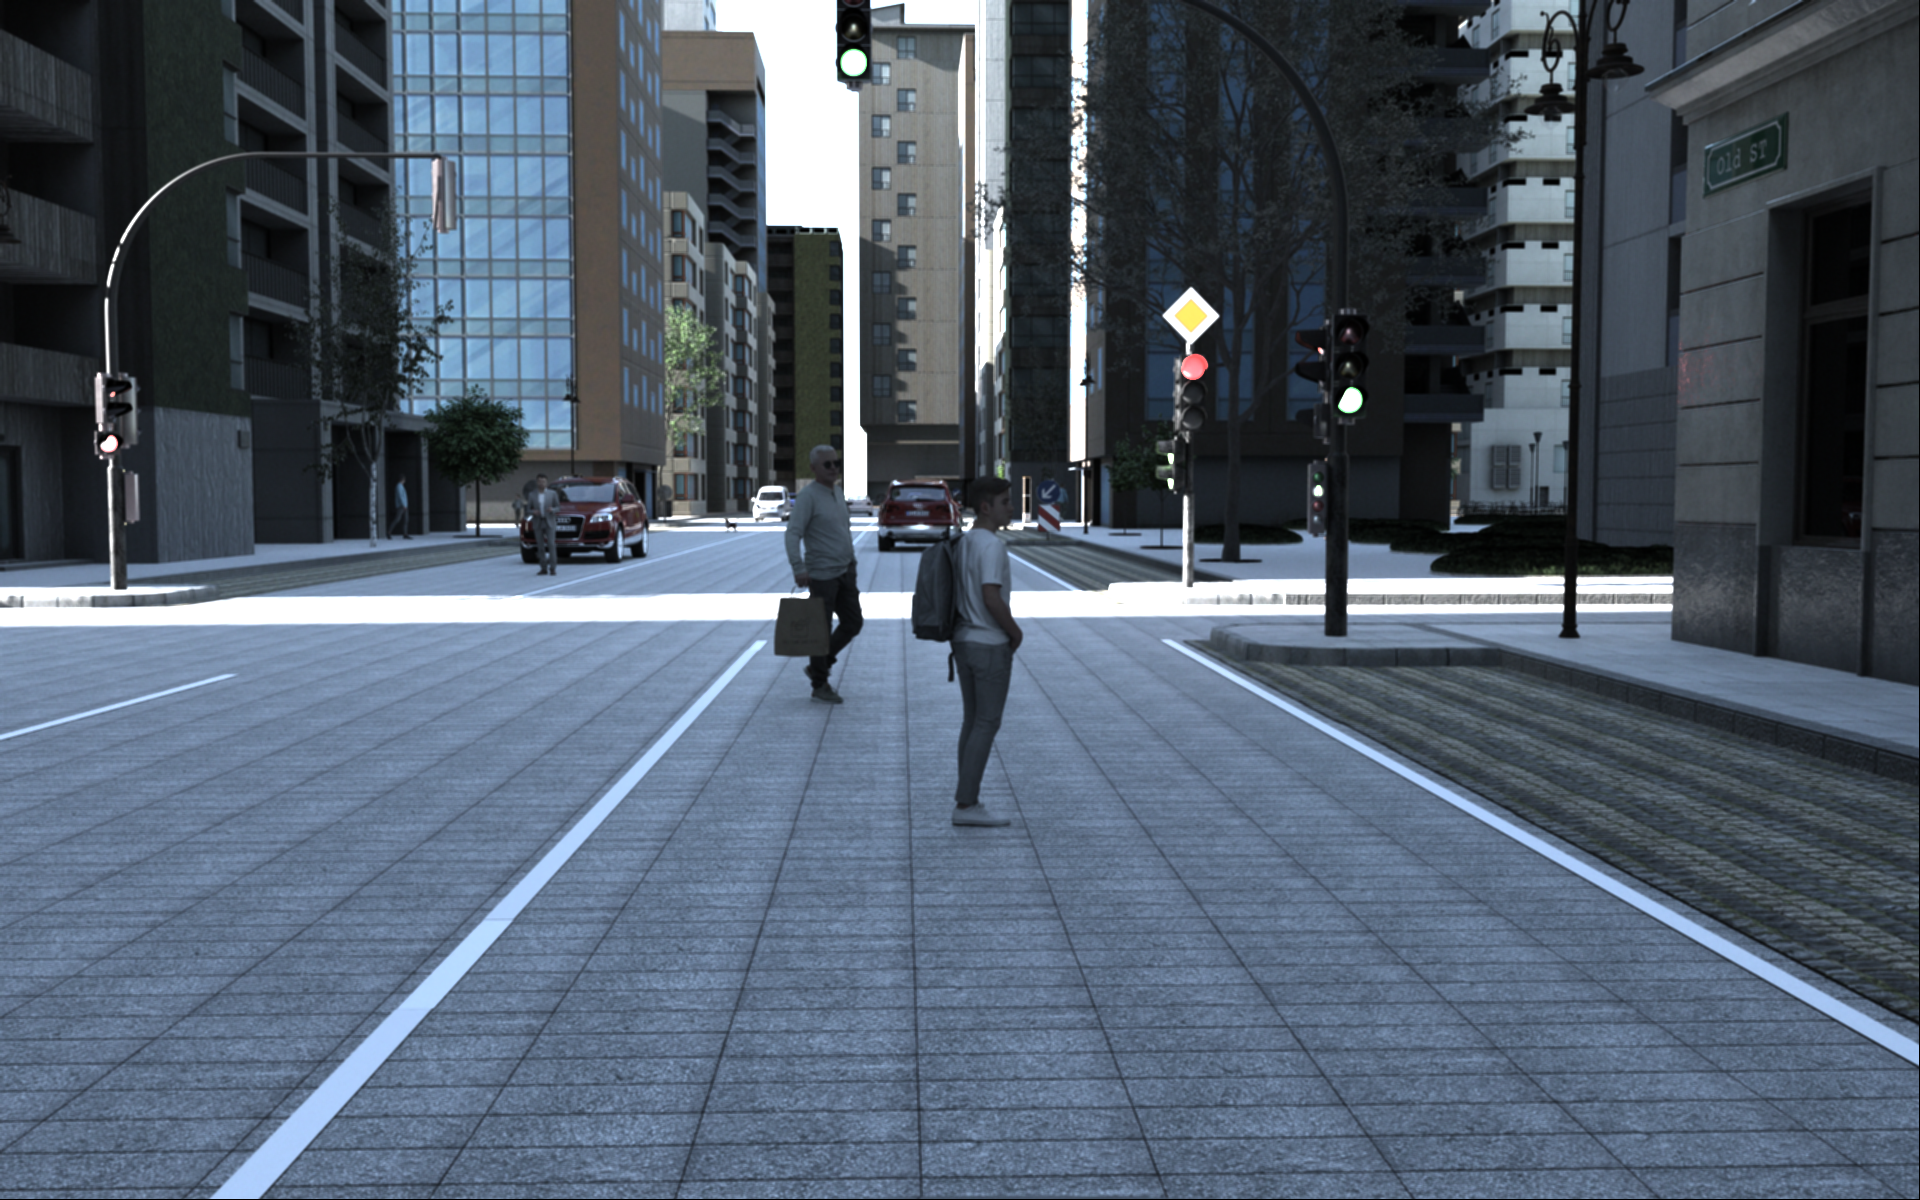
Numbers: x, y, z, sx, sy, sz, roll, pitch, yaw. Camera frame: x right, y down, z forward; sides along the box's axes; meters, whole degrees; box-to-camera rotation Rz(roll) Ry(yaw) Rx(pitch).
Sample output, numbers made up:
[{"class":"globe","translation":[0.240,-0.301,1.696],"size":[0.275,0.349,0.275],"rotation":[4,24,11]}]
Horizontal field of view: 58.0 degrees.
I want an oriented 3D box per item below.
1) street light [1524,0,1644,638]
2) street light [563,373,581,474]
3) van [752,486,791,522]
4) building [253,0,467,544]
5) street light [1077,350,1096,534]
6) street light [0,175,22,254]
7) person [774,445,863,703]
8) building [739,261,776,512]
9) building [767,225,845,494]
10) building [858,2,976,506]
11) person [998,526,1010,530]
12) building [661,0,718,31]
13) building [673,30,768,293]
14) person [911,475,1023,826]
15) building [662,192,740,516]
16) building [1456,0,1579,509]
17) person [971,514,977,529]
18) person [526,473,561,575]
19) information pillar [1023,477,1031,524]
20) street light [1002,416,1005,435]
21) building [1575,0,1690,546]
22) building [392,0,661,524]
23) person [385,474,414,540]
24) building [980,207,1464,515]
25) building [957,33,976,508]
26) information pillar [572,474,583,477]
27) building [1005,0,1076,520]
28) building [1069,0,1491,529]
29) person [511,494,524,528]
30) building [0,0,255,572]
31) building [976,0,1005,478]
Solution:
[{"class":"street light","translation":[5.453,-2.601,15.319],"size":[0.468,5.910,1.993],"rotation":[0,4,-2]},{"class":"street light","translation":[-14.785,-5.706,66.074],"size":[0.468,5.910,1.993],"rotation":[0,4,-2]},{"class":"van","translation":[-9.913,-5.167,91.497],"size":[2.013,2.044,4.112],"rotation":[0,4,-1]},{"class":"building","translation":[-27.019,-37.573,52.563],"size":[20.563,71.187,20.611],"rotation":[0,4,-2]},{"class":"street light","translation":[4.072,-5.079,55.831],"size":[0.468,5.910,1.993],"rotation":[0,4,-2]},{"class":"street light","translation":[-13.333,-3.106,23.575],"size":[0.468,5.910,1.993],"rotation":[0,4,-2]},{"class":"person","translation":[-0.996,-0.175,11.844],"size":[0.515,1.767,0.782],"rotation":[2,4,29]},{"class":"building","translation":[-30.087,-18.199,142.599],"size":[27.650,21.520,28.899],"rotation":[0,4,-2]},{"class":"building","translation":[-19.661,-25.497,188.583],"size":[14.107,30.474,14.160],"rotation":[0,4,-2]},{"class":"building","translation":[1.788,-37.092,195.694],"size":[27.495,52.752,28.713],"rotation":[0,4,-2]},{"class":"person","translation":[1.709,-3.672,68.632],"size":[0.850,1.850,0.679],"rotation":[-3,5,-42]},{"class":"building","translation":[-40.921,-39.649,190.263],"size":[28.212,58.520,21.231],"rotation":[0,4,-2]},{"class":"building","translation":[-26.080,-31.539,165.769],"size":[14.200,45.320,14.600],"rotation":[0,4,-2]},{"class":"person","translation":[0.074,0.218,7.538],"size":[0.503,1.515,0.523],"rotation":[2,4,35]},{"class":"building","translation":[-29.877,-16.405,113.266],"size":[27.650,21.520,28.899],"rotation":[0,4,-2]},{"class":"building","translation":[57.344,-35.061,162.481],"size":[27.495,52.752,28.713],"rotation":[0,4,-2]},{"class":"person","translation":[0.347,-1.315,35.018],"size":[0.382,1.210,0.505],"rotation":[1,4,14]},{"class":"person","translation":[-7.385,-1.344,30.668],"size":[0.606,1.804,0.583],"rotation":[0,4,-8]},{"class":"information pillar","translation":[2.878,-4.271,74.326],"size":[0.304,2.012,0.304],"rotation":[0,4,-6]},{"class":"street light","translation":[2.572,-7.684,98.414],"size":[0.468,5.910,1.993],"rotation":[0,4,-2]},{"class":"building","translation":[29.234,-30.003,32.556],"size":[28.212,58.520,21.231],"rotation":[0,4,-2]},{"class":"building","translation":[-21.494,-26.227,78.916],"size":[14.600,45.320,14.200],"rotation":[0,4,-2]},{"class":"person","translation":[-15.854,-2.633,48.955],"size":[0.748,1.841,0.638],"rotation":[0,4,-4]},{"class":"building","translation":[15.816,-16.672,117.630],"size":[27.650,21.520,28.899],"rotation":[0,4,-2]},{"class":"building","translation":[7.062,-31.599,166.749],"size":[14.600,45.320,14.200],"rotation":[0,4,-2]},{"class":"information pillar","translation":[-14.206,-3.665,64.410],"size":[0.304,2.012,0.304],"rotation":[1,4,16]},{"class":"building","translation":[9.271,-19.581,91.846],"size":[14.160,30.474,14.107],"rotation":[0,4,-2]},{"class":"building","translation":[11.938,-25.642,69.359],"size":[14.600,45.320,14.200],"rotation":[0,4,-2]},{"class":"person","translation":[-16.914,-3.423,66.288],"size":[0.475,1.303,0.640],"rotation":[-2,4,-34]},{"class":"building","translation":[-21.717,-15.716,28.662],"size":[14.160,30.474,14.107],"rotation":[0,4,-2]},{"class":"building","translation":[11.832,-36.901,145.332],"size":[21.231,58.520,28.212],"rotation":[0,4,-2]}]
